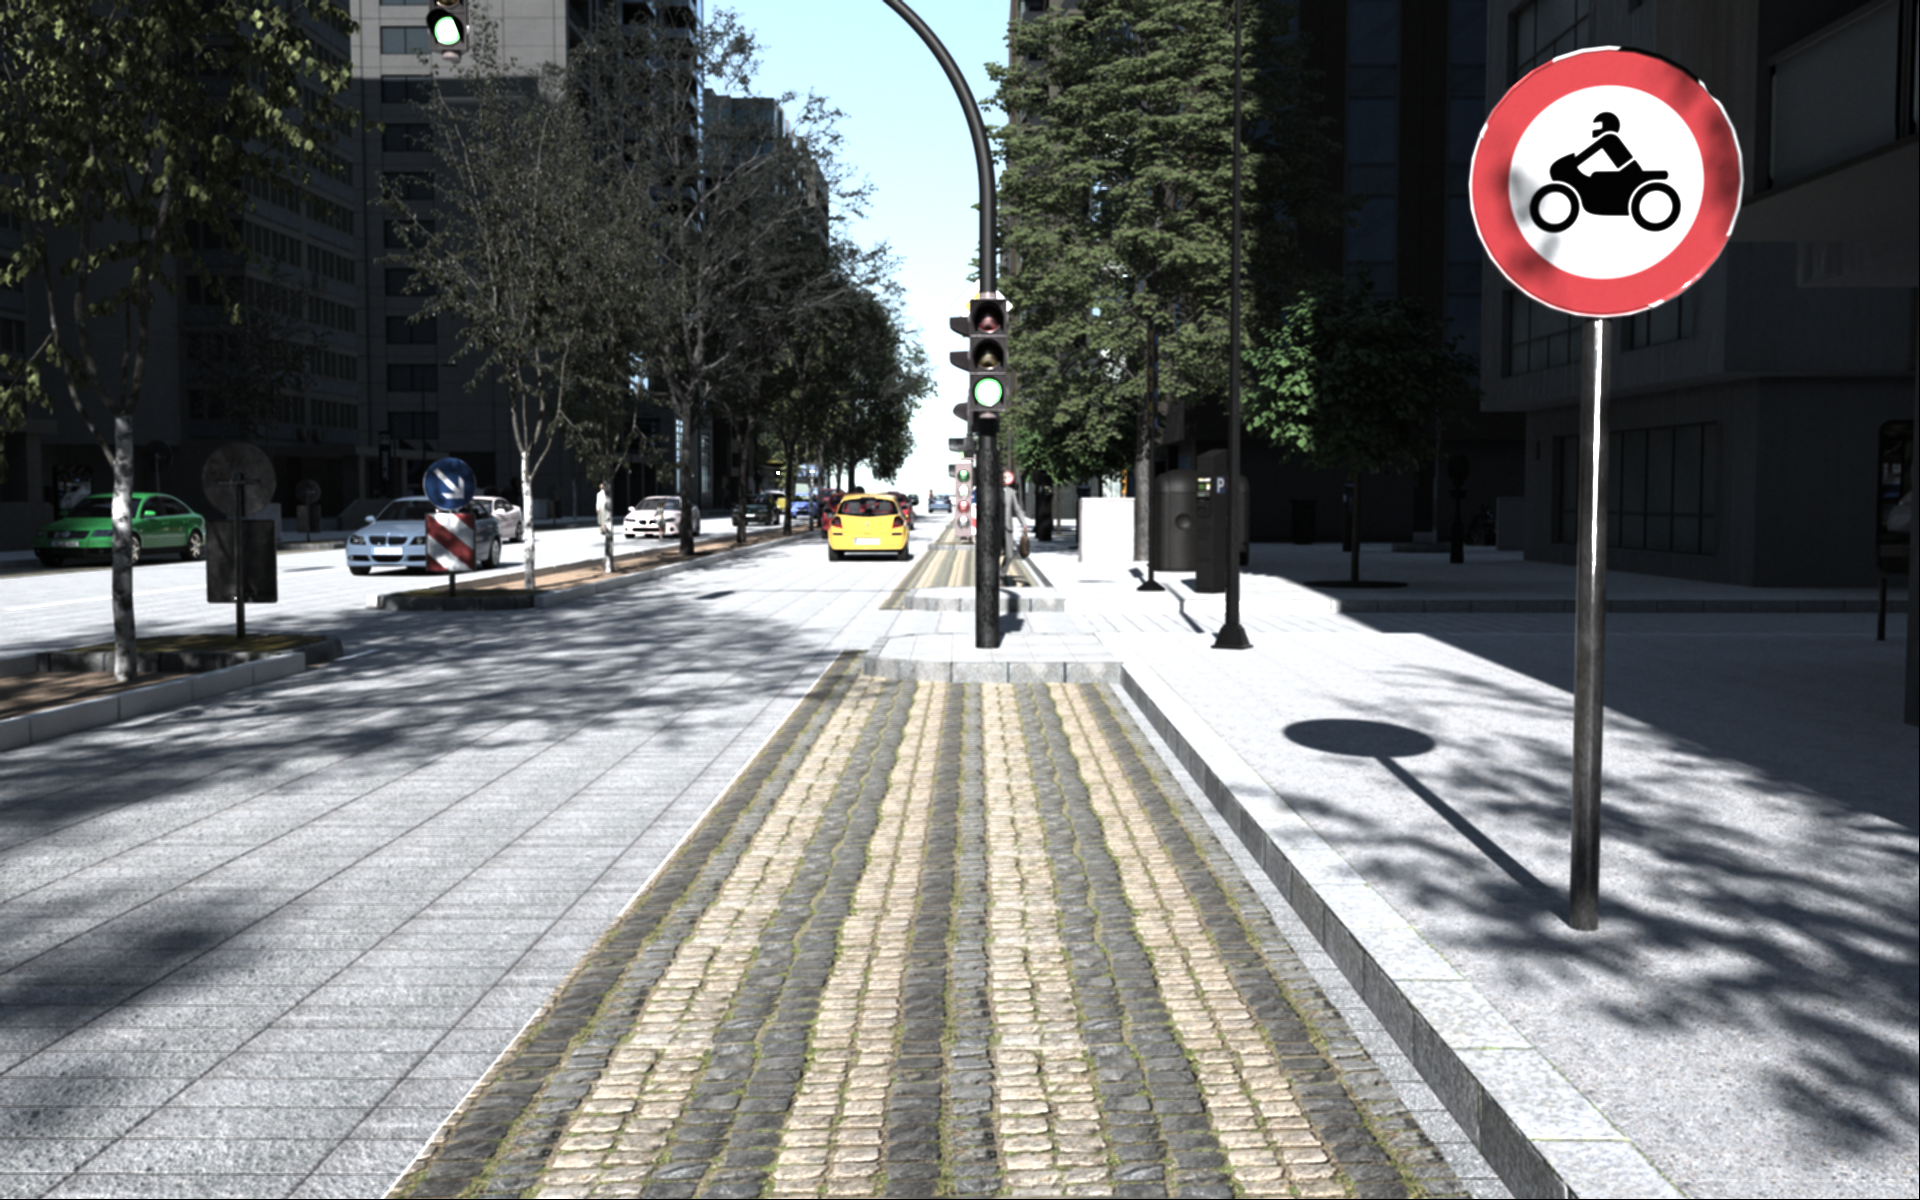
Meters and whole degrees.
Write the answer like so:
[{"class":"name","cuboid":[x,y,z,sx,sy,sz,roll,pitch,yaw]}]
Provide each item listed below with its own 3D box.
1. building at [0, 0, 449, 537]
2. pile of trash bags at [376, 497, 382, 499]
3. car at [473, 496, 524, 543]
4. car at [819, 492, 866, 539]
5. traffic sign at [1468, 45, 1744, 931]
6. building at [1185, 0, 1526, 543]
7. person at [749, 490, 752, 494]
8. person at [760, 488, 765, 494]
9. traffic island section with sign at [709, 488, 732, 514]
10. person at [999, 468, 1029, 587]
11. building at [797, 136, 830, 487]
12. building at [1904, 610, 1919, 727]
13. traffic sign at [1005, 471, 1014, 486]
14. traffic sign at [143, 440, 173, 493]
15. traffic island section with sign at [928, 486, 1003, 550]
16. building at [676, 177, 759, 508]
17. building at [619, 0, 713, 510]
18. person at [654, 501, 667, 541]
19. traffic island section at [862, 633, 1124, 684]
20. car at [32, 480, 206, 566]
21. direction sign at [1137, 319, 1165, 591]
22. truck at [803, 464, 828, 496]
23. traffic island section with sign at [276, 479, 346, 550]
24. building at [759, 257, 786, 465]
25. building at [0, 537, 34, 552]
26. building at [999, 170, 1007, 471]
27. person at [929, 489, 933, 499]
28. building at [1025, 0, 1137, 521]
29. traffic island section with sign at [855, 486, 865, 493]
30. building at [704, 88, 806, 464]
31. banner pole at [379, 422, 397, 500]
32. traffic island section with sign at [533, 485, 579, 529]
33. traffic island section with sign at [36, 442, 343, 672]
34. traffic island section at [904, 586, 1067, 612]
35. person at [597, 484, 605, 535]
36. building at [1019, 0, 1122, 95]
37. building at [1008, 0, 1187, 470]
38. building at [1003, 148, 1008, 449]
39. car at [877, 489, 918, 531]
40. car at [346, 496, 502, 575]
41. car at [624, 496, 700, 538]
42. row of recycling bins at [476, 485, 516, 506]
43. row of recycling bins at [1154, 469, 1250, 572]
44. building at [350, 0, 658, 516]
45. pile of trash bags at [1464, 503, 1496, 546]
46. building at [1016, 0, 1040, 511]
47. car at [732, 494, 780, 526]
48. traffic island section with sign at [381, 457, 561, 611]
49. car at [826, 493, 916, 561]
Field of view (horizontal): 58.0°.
[{"class":"building","cuboid":[-37.565,-22.893,66.186,32.217,40.220,23.993,0,4,0]},{"class":"pile of trash bags","cuboid":[-28.106,-4.646,85.719,1.912,1.369,3.447,1,4,9]},{"class":"car","cuboid":[-13.886,-2.275,49.565,2.083,1.381,4.827,0,4,2]},{"class":"car","cuboid":[-3.532,-2.893,56.338,2.155,1.783,4.494,0,4,-1]},{"class":"traffic sign","cuboid":[1.845,-0.302,5.043,0.768,2.556,0.104,0,4,4]},{"class":"building","cuboid":[12.789,-24.510,50.848,14.600,45.320,14.200,0,4,0]},{"class":"person","cuboid":[-16.460,-7.755,135.971,1.217,1.739,0.721,-1,4,-13]},{"class":"person","cuboid":[-12.464,-6.146,108.972,0.705,1.826,1.348,2,4,30]},{"class":"traffic island section with sign","cuboid":[-16.611,-6.940,122.102,1.989,1.847,2.006,0,4,0]},{"class":"person","cuboid":[0.634,-1.043,25.682,0.709,1.813,0.853,-2,4,-26]},{"class":"building","cuboid":[-29.433,-37.566,237.897,21.300,48.544,21.600,0,4,0]},{"class":"building","cuboid":[10.570,-19.684,5.432,14.154,41.232,14.086,0,4,0]},{"class":"traffic sign","cuboid":[2.602,-5.818,95.229,0.768,2.556,0.104,1,4,8]},{"class":"traffic sign","cuboid":[-18.967,-2.497,40.939,0.768,2.556,0.104,1,4,8]},{"class":"traffic island section with sign","cuboid":[0.170,-2.208,44.735,1.989,1.847,2.006,0,4,0]},{"class":"building","cuboid":[-26.552,-23.568,157.039,14.160,30.474,14.107,0,4,0]},{"class":"building","cuboid":[-30.779,-50.164,132.851,22.319,86.520,31.000,0,4,0]},{"class":"person","cuboid":[-9.168,-2.398,52.729,0.505,1.210,0.382,2,4,35]},{"class":"traffic island section","cuboid":[0.244,0.476,14.506,2.009,0.180,2.903,0,4,0]},{"class":"car","cuboid":[-17.173,-1.635,35.536,1.959,1.807,4.718,0,4,0]},{"class":"direction sign","cuboid":[2.544,-1.894,22.961,0.379,3.537,0.876,1,4,14]},{"class":"truck","cuboid":[-12.869,-10.320,158.484,2.967,4.110,18.799,0,4,0]},{"class":"traffic island section with sign","cuboid":[-17.242,-2.246,45.342,1.989,1.847,2.006,0,4,0]},{"class":"building","cuboid":[-26.692,-25.537,189.232,14.160,30.474,14.107,0,4,0]},{"class":"building","cuboid":[-37.345,-20.940,34.250,32.217,40.220,23.993,0,4,0]},{"class":"building","cuboid":[16.429,-38.040,245.661,21.300,48.544,21.600,0,4,0]},{"class":"person","cuboid":[-2.462,-8.349,144.947,0.705,1.831,1.348,0,4,-5]},{"class":"building","cuboid":[14.723,-46.939,80.118,22.319,86.520,31.000,0,4,0]},{"class":"traffic island section with sign","cuboid":[-5.720,-5.456,97.344,2.006,1.907,1.989,0,4,0]},{"class":"building","cuboid":[-30.609,-36.210,211.639,23.786,49.044,30.456,0,4,0]},{"class":"banner pole","cuboid":[-19.936,-4.312,60.523,0.863,3.779,0.401,1,4,14]},{"class":"traffic island section with sign","cuboid":[-17.008,-3.894,72.296,1.989,1.847,2.006,0,4,0]},{"class":"traffic island section with sign","cuboid":[-6.412,-0.408,14.801,2.006,1.907,1.989,0,4,0]},{"class":"traffic island section","cuboid":[0.311,-0.013,22.491,2.009,0.180,2.903,0,4,0]},{"class":"person","cuboid":[-12.534,-3.188,60.848,0.478,1.798,0.641,1,4,14]},{"class":"building","cuboid":[15.120,-28.115,114.299,22.147,44.769,28.867,0,4,0]},{"class":"building","cuboid":[11.215,-30.601,150.443,14.600,45.320,14.200,0,4,0]},{"class":"building","cuboid":[16.335,-33.737,206.228,22.147,44.769,28.867,0,4,0]},{"class":"car","cuboid":[-2.792,-3.692,69.396,2.155,1.783,4.494,0,4,0]},{"class":"car","cuboid":[-9.822,-1.227,32.069,2.014,1.417,4.499,0,4,2]},{"class":"car","cuboid":[-9.850,-2.762,57.522,2.083,1.381,4.827,0,4,2]},{"class":"row of recycling bins","cuboid":[-22.828,-4.621,82.667,3.534,1.692,1.069,-3,5,-44]},{"class":"row of recycling bins","cuboid":[4.178,-1.406,30.097,1.069,1.692,3.534,2,4,26]},{"class":"building","cuboid":[-30.092,-40.922,107.331,20.563,71.187,20.611,0,4,0]},{"class":"pile of trash bags","cuboid":[14.513,-2.057,43.385,3.447,1.369,1.912,-1,4,-20]},{"class":"building","cuboid":[11.403,-27.667,135.945,14.154,41.232,14.086,0,4,0]},{"class":"car","cuboid":[-9.269,-4.214,78.688,2.009,1.686,4.222,0,4,2]},{"class":"traffic island section with sign","cuboid":[-6.341,-0.861,22.208,2.006,1.907,1.989,0,4,0]},{"class":"car","cuboid":[-1.986,-1.718,38.313,2.015,1.641,3.980,0,4,-1]}]
